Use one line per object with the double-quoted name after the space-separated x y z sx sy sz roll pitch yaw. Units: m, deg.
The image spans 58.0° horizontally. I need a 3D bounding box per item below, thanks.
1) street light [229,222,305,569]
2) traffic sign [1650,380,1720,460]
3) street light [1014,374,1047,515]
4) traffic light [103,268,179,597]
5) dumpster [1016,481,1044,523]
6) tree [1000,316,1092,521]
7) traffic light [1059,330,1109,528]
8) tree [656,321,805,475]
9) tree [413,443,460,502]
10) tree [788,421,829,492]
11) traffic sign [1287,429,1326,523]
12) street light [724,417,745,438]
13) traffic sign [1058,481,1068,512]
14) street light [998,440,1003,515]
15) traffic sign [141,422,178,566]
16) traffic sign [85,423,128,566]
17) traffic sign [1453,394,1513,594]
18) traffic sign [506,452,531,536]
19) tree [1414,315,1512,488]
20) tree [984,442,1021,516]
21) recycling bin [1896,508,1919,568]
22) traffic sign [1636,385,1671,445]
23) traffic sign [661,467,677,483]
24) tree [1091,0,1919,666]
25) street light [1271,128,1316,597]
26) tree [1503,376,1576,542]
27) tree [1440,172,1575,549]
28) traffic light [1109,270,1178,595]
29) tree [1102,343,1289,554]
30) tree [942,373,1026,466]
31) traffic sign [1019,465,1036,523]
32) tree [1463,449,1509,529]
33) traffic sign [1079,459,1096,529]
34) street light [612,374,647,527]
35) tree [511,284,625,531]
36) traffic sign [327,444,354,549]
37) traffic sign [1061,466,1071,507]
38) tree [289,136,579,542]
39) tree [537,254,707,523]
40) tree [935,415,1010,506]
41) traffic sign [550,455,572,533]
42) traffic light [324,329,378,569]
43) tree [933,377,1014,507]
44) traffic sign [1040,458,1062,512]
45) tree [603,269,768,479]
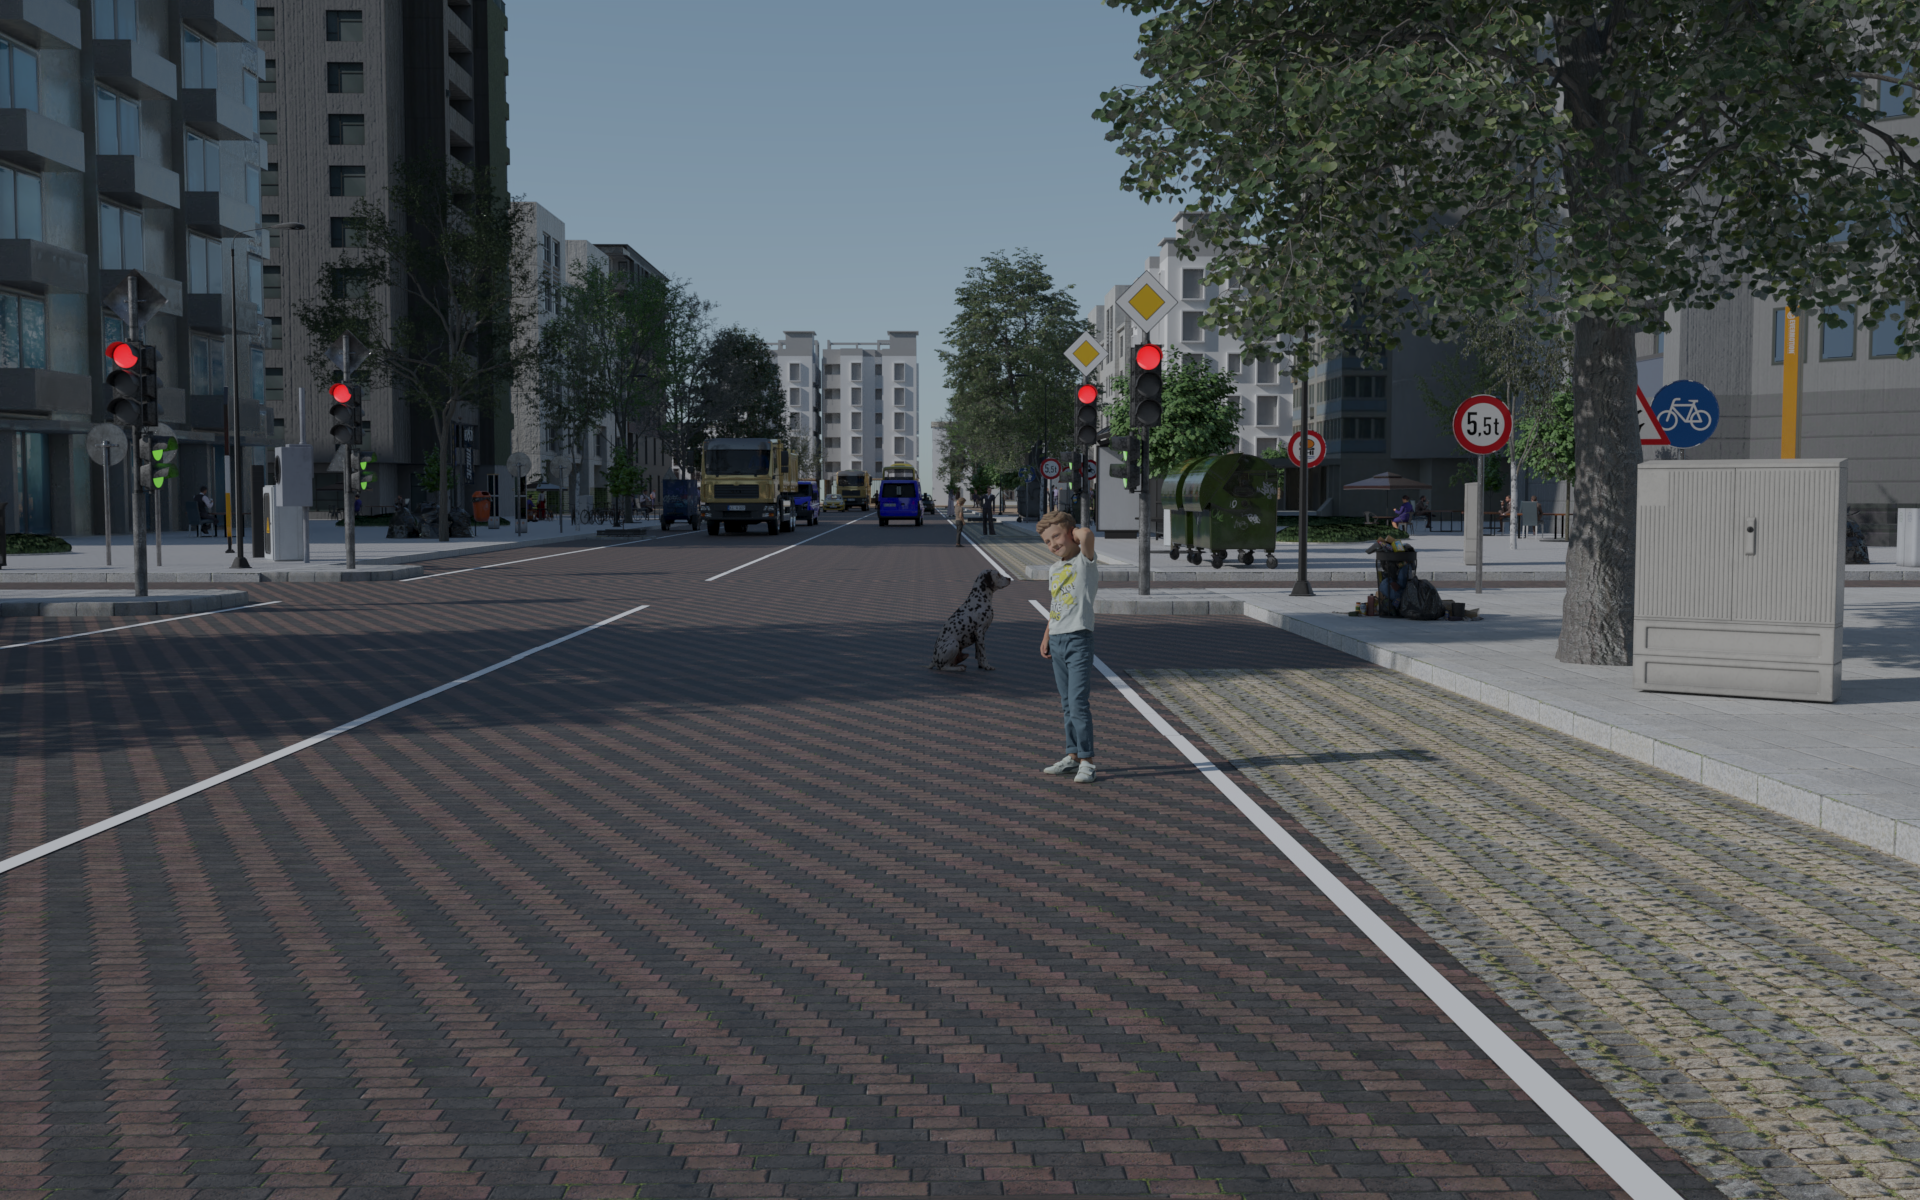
-11.891 -3.499 29.756 1.470 5.913 1.316 0 4 -1 "street light"
8.070 -1.180 19.396 0.768 2.556 0.104 0 4 6 "traffic sign"
2.767 -5.774 66.950 1.470 5.913 1.316 0 4 -1 "street light"
-10.253 -2.000 21.614 0.839 4.253 0.868 0 4 -1 "traffic light"
3.188 -4.436 78.287 1.264 1.857 1.865 0 4 -1 "dumpster"
3.522 -7.464 72.391 4.737 8.622 4.395 0 3 0 "tree"
2.145 -2.506 29.896 0.839 4.253 0.868 0 4 -1 "traffic light"
-14.856 -12.097 114.801 9.611 12.733 9.660 0 3 0 "tree"
-19.466 -4.247 64.036 1.663 3.219 1.824 0 3 0 "tree"
-15.818 -13.972 178.796 4.360 8.622 3.978 0 3 0 "tree"
6.812 -2.080 34.113 0.768 2.556 0.104 0 4 1 "traffic sign"
-13.662 -8.073 104.533 1.470 5.913 1.316 0 4 -1 "street light"
5.069 -5.009 81.895 0.884 2.594 0.081 0 4 6 "traffic sign"
1.916 -8.086 104.747 1.470 5.913 1.316 0 4 -1 "street light"
-14.248 -1.874 30.740 0.768 2.556 0.104 0 4 5 "traffic sign"
-15.295 -1.893 31.050 0.768 2.556 0.104 0 4 2 "traffic sign"
6.683 -1.353 22.233 0.768 2.556 0.104 0 4 1 "traffic sign"
-13.357 -3.201 52.434 0.768 2.556 0.104 0 4 4 "traffic sign"
20.398 -7.219 68.397 4.737 8.622 4.395 0 3 0 "tree"
3.471 -7.232 101.952 4.285 4.588 4.351 0 3 0 "tree"
17.023 -1.098 30.511 0.722 1.027 0.722 0 4 7 "recycling bin"
7.297 -1.158 18.940 0.884 2.594 0.081 0 4 1 "traffic sign"
-13.837 -5.054 82.639 0.884 2.594 0.081 0 4 2 "traffic sign"
4.811 -6.493 12.819 9.857 13.997 8.962 0 3 0 "tree"
3.773 -3.003 21.645 1.470 5.913 1.316 0 4 -1 "street light"
16.455 -3.847 46.606 4.285 4.588 4.351 0 3 0 "tree"
12.997 -5.467 39.740 4.360 8.622 3.978 0 3 0 "tree"
2.325 -2.018 21.912 0.839 4.253 0.868 0 4 -1 "traffic light"
4.718 -3.311 37.842 4.285 4.588 4.351 0 3 0 "tree"
2.345 -13.448 145.635 9.928 11.665 9.643 0 3 0 "tree"
2.957 -4.656 76.227 0.768 2.556 0.104 0 4 2 "traffic sign"
19.732 -4.252 64.124 1.663 3.219 1.824 0 3 0 "tree"
4.724 -3.874 63.441 0.768 2.556 0.104 0 4 -1 "traffic sign"
-12.794 -5.786 67.144 1.470 5.913 1.316 0 4 -1 "street light"
-13.574 -6.759 60.872 4.360 8.622 3.978 0 3 0 "tree"
-14.322 -2.469 40.376 0.884 2.594 0.081 0 4 1 "traffic sign"
4.952 -4.789 78.407 0.768 2.556 0.104 1 4 8 "traffic sign"
-14.061 -6.838 46.213 8.767 10.594 7.601 1 4 12 "tree"
-14.709 -9.180 75.853 9.928 11.665 9.643 0 3 0 "tree"
2.045 -16.087 180.022 9.611 12.733 9.660 0 3 0 "tree"
-13.175 -3.489 57.157 0.768 2.556 0.104 0 4 7 "traffic sign"
-10.432 -2.488 29.597 0.839 4.253 0.868 0 4 -1 "traffic light"
2.010 -15.709 167.218 12.009 13.543 11.850 0 3 0 "tree"
3.192 -3.718 60.894 0.768 2.556 0.104 0 4 5 "traffic sign"
-15.337 -11.306 95.231 12.009 13.543 11.850 0 3 0 "tree"
